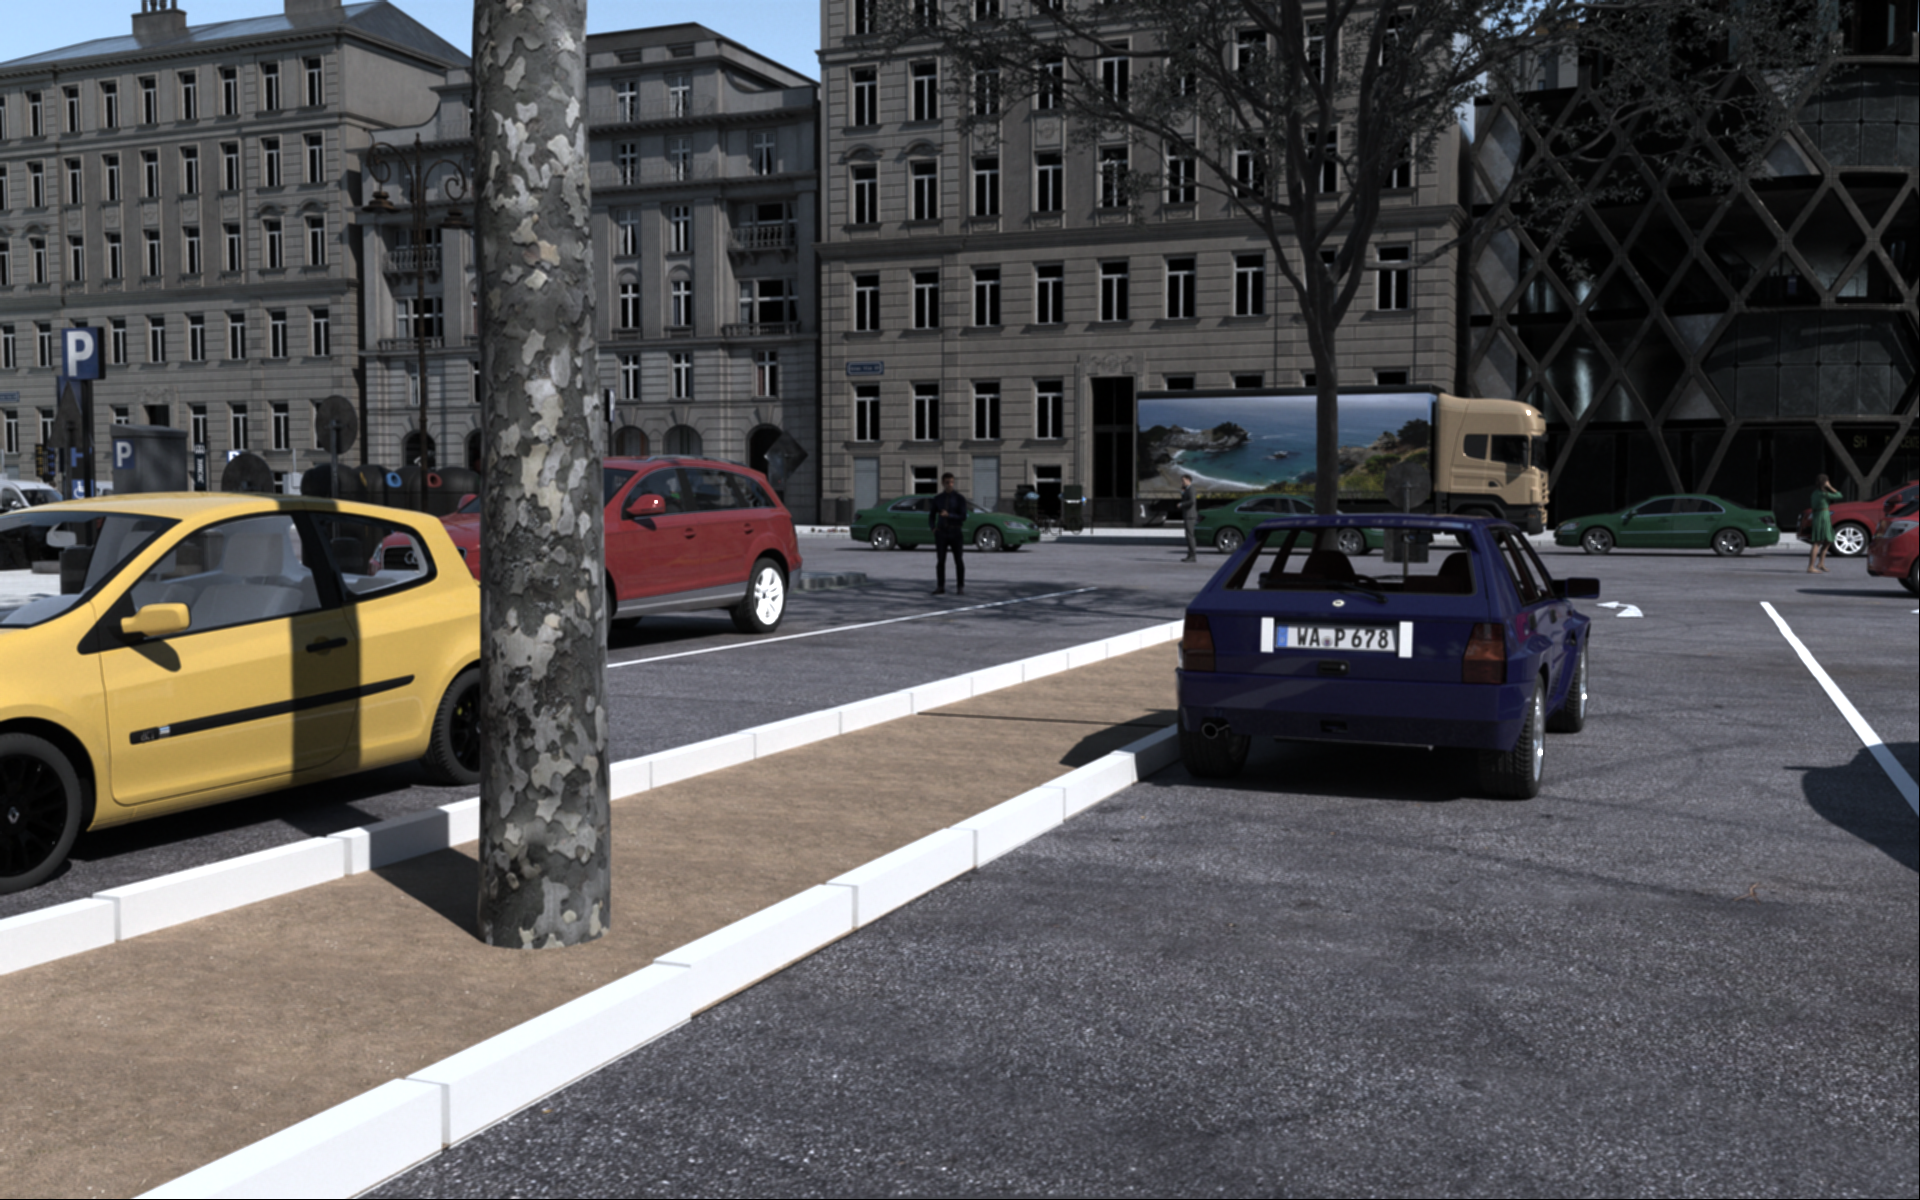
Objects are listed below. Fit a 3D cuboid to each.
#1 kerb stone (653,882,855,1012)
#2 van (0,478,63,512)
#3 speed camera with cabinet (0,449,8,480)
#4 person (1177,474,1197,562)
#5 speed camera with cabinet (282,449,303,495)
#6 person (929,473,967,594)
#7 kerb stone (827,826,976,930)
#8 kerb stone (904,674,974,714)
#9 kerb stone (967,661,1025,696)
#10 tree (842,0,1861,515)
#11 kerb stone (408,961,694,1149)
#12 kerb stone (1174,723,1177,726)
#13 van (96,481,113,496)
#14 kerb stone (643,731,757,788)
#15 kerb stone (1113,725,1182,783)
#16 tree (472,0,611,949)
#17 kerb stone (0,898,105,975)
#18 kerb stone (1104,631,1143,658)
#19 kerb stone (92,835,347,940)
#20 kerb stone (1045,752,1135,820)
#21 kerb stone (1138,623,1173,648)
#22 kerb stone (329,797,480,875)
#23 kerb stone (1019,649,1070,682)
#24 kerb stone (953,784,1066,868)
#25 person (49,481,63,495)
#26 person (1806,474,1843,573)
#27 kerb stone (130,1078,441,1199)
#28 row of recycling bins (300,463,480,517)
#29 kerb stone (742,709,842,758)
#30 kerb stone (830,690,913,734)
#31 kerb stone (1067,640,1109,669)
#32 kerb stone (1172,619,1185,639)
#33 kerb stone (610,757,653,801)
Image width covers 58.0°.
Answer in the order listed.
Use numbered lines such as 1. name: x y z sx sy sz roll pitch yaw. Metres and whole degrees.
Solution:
1. kerb stone: -0.600 1.041 5.223 0.120 0.150 1.000 1 4 22
2. van: -26.665 -2.605 49.603 4.112 2.044 2.013 2 4 24
3. speed camera with cabinet: -42.573 -5.026 76.506 0.660 3.252 2.038 -3 4 -37
4. person: 4.800 -1.734 36.651 0.447 1.846 0.655 0 4 1
5. speed camera with cabinet: -28.676 -5.002 76.115 0.660 3.252 2.038 3 5 40
6. person: -0.186 -0.953 24.790 0.576 1.737 0.504 0 4 8
7. kerb stone: -0.197 0.980 6.166 0.120 0.150 1.000 1 4 22
8. kerb stone: -0.167 0.642 11.693 0.120 0.150 1.000 1 4 22
9. kerb stone: 0.224 0.584 12.647 0.120 0.150 1.000 1 4 22
10. tree: 3.751 -6.398 17.435 12.009 13.543 11.850 0 3 0
11. kerb stone: -0.979 1.102 4.269 0.120 0.150 1.000 1 4 22
12. kerb stone: 1.387 0.750 9.969 0.120 0.150 1.000 1 4 22
13. van: -26.641 -2.953 55.293 4.112 2.044 2.013 2 4 23
14. kerb stone: -1.352 0.823 8.853 0.120 0.150 1.000 1 4 22
15. kerb stone: 0.990 0.806 9.023 0.120 0.150 1.000 1 4 22
16. tree: -2.141 -9.047 6.261 12.611 20.169 13.585 0 3 0
17. kerb stone: -2.928 1.056 5.053 0.120 0.150 1.000 1 4 22
18. kerb stone: 1.413 0.412 15.486 0.120 0.150 1.000 1 4 22
19. kerb stone: -2.538 0.991 6.001 0.120 0.150 1.000 1 4 22
20. kerb stone: 0.598 0.866 8.071 0.120 0.150 1.000 1 4 22
21. kerb stone: 1.805 0.352 16.436 0.120 0.150 1.000 1 4 22
22. kerb stone: -2.134 0.932 6.953 0.120 0.150 1.000 1 4 22
23. kerb stone: 0.622 0.526 13.593 0.120 0.150 1.000 1 4 22
24. kerb stone: 0.204 0.924 7.111 0.120 0.150 1.000 1 4 22
25. person: -27.587 -2.717 52.893 0.822 1.834 0.622 0 4 6
26. person: 15.667 -1.395 31.553 0.529 1.795 0.600 -1 4 -11
27. kerb stone: -1.373 1.154 3.322 0.120 0.150 1.000 1 4 22
28. row of recycling bins: -7.984 -1.061 24.460 1.069 1.692 3.534 1 4 19
29. kerb stone: -0.962 0.761 9.802 0.120 0.150 1.000 1 4 22
30. kerb stone: -0.565 0.704 10.748 0.120 0.150 1.000 1 4 22
31. kerb stone: 1.018 0.469 14.539 0.120 0.150 1.000 1 4 22
32. kerb stone: 2.206 0.297 17.392 0.120 0.150 1.000 1 4 22
33. kerb stone: -1.740 0.876 7.901 0.120 0.150 1.000 1 4 22
